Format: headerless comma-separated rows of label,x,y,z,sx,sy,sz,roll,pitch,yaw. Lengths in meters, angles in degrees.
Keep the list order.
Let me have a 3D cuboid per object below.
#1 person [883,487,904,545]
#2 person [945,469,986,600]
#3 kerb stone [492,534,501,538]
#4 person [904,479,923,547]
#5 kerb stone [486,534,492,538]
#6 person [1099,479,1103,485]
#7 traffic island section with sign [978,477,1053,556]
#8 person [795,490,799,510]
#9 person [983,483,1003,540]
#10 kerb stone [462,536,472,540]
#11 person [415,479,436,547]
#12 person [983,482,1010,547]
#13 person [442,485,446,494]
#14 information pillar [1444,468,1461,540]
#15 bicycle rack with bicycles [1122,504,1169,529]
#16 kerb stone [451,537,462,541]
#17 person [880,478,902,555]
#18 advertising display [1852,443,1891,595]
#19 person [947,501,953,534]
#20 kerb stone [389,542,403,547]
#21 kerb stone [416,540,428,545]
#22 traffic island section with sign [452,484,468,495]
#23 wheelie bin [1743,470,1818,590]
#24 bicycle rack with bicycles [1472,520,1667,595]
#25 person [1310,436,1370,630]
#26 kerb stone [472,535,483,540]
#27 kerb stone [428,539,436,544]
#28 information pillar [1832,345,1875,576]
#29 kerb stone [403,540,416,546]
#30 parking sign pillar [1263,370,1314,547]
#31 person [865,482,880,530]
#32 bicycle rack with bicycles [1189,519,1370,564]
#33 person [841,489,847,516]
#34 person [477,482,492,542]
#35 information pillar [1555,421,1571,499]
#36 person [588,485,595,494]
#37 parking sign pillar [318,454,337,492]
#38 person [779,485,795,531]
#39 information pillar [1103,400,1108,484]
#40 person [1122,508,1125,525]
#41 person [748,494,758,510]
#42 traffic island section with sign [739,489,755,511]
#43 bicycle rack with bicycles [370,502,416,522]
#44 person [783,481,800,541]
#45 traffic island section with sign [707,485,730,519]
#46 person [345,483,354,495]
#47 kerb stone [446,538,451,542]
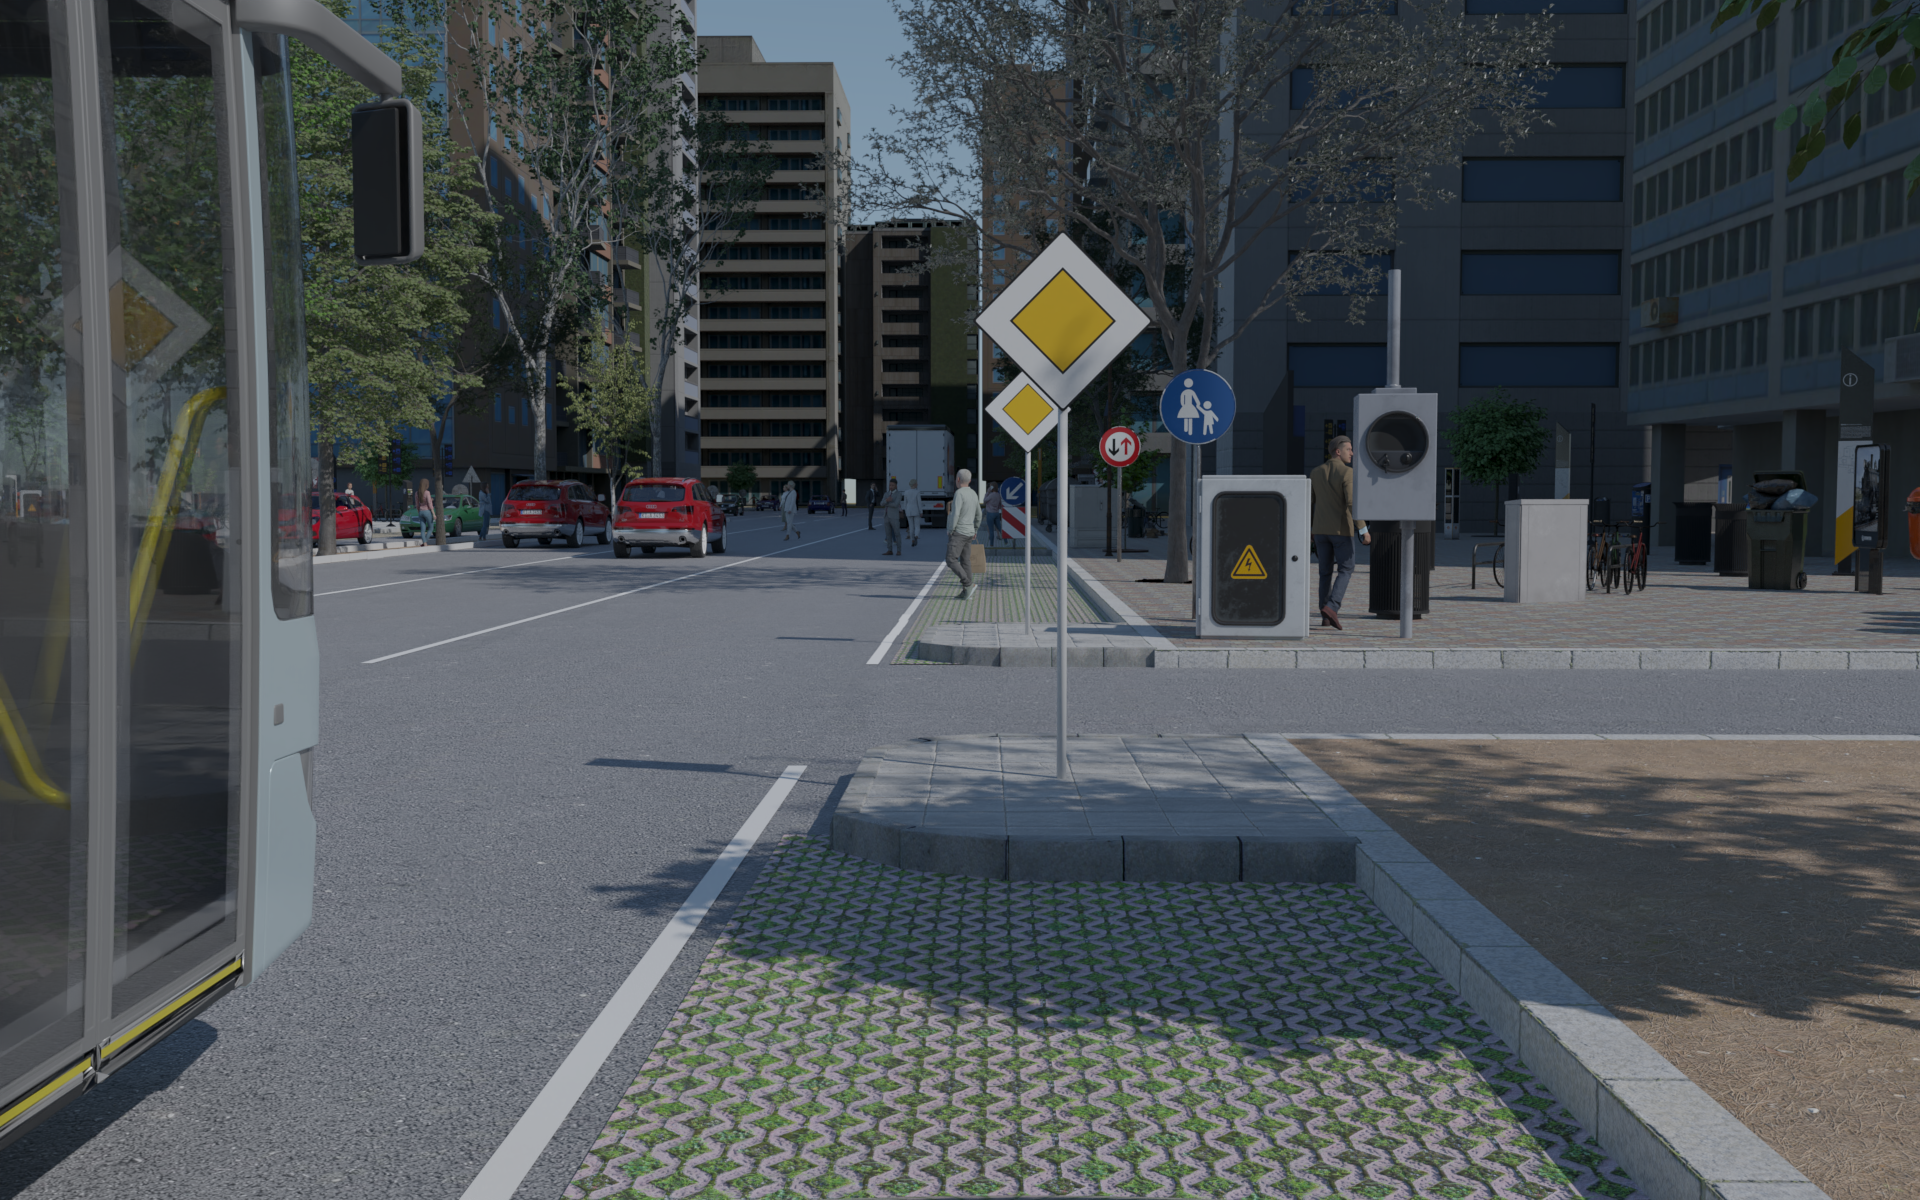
person,-1.897,-2.400,48.338,0.643,1.750,0.593,-2,4,-24
person,0.119,-0.889,23.520,0.515,1.767,0.782,2,4,28
kerb stone,-14.873,-2.013,55.105,0.120,0.150,1.000,0,4,1
person,-1.266,-2.362,47.001,0.514,1.842,0.818,0,4,3
kerb stone,-14.897,-1.950,54.080,0.120,0.150,1.000,0,4,1
person,3.872,-2.497,46.755,0.514,1.842,0.818,0,4,4
traffic island section with sign,1.163,-1.962,40.702,1.989,1.847,2.006,0,4,1
person,-14.297,-8.734,151.258,0.705,1.831,1.348,1,4,17
person,1.018,-2.733,53.524,0.599,1.781,0.374,3,5,44
kerb stone,-14.935,-1.824,52.024,0.120,0.150,1.000,0,4,1
person,-13.674,-2.193,44.369,0.555,1.821,0.388,1,4,12
person,0.958,-2.202,45.090,0.643,1.750,0.593,2,4,34
person,-18.696,-3.266,62.075,0.590,1.801,0.661,-3,4,-38
information pillar,13.852,-2.706,48.733,0.304,2.012,0.304,-2,4,-33
bicycle rack with bicycles,6.577,-3.165,65.129,2.925,0.926,2.852,1,4,23
kerb stone,-14.952,-1.761,50.990,0.120,0.150,1.000,0,4,1
person,-1.616,-1.948,40.524,0.511,1.800,0.466,1,4,20
advertising display,11.769,-1.051,22.392,0.123,1.923,0.974,1,4,10
person,-0.113,-1.325,34.446,0.394,1.301,0.425,-2,4,-29
kerb stone,-15.046,-1.447,45.849,0.120,0.150,1.000,0,4,1
kerb stone,-15.010,-1.570,47.909,0.120,0.150,1.000,0,4,1
traffic island section with sign,-19.804,-3.644,68.210,1.989,1.847,2.006,0,4,1
wheelie bin,11.033,-0.944,23.346,0.693,1.594,0.980,-3,5,-45
bicycle rack with bicycles,8.346,-0.623,23.561,2.852,0.926,2.925,3,4,37
person,3.599,-0.649,16.560,0.656,1.842,0.836,1,4,19
kerb stone,-14.907,-1.887,53.046,0.120,0.150,1.000,0,4,1
kerb stone,-14.987,-1.633,48.931,0.120,0.150,1.000,0,4,1
information pillar,13.954,-2.182,27.036,0.504,3.616,0.183,2,4,30
kerb stone,-15.030,-1.502,46.873,0.120,0.150,1.000,0,4,1
parking sign pillar,7.164,-3.054,38.403,1.447,3.967,1.447,-1,4,-14
person,-3.498,-3.782,69.694,0.474,1.900,0.648,1,4,19
bicycle rack with bicycles,6.107,-1.159,32.331,2.852,0.926,2.925,-3,4,-38
person,-7.522,-6.233,110.946,0.617,1.759,0.750,-3,5,-39
person,-13.818,-2.541,50.314,0.793,1.790,0.793,3,5,44
information pillar,19.347,-3.932,55.648,0.183,3.616,0.504,-3,5,-41
person,-19.363,-5.088,91.054,0.648,1.900,0.474,0,4,6
parking sign pillar,-32.052,-6.074,87.786,1.447,3.967,1.447,-3,5,-43
person,-6.732,-3.602,67.620,0.641,1.798,0.478,-2,4,-26
information pillar,3.648,-3.161,43.036,0.183,3.616,0.504,1,4,15
person,6.410,-3.948,70.948,0.694,1.780,0.624,-3,4,-37
person,-18.362,-8.723,154.377,1.065,1.426,0.557,-1,4,-17
traffic island section with sign,-18.277,-8.380,145.639,1.989,1.847,2.006,0,4,1
bicycle rack with bicycles,-25.487,-4.031,79.285,2.925,0.926,2.852,2,4,33
person,-5.185,-2.767,53.616,0.514,1.842,0.818,3,5,45
traffic island section with sign,-13.101,-5.061,90.878,2.006,1.907,1.989,0,4,1
person,-25.706,-4.068,73.122,0.524,1.755,0.480,1,4,22
kerb stone,-14.976,-1.698,49.961,0.120,0.150,1.000,0,4,1
